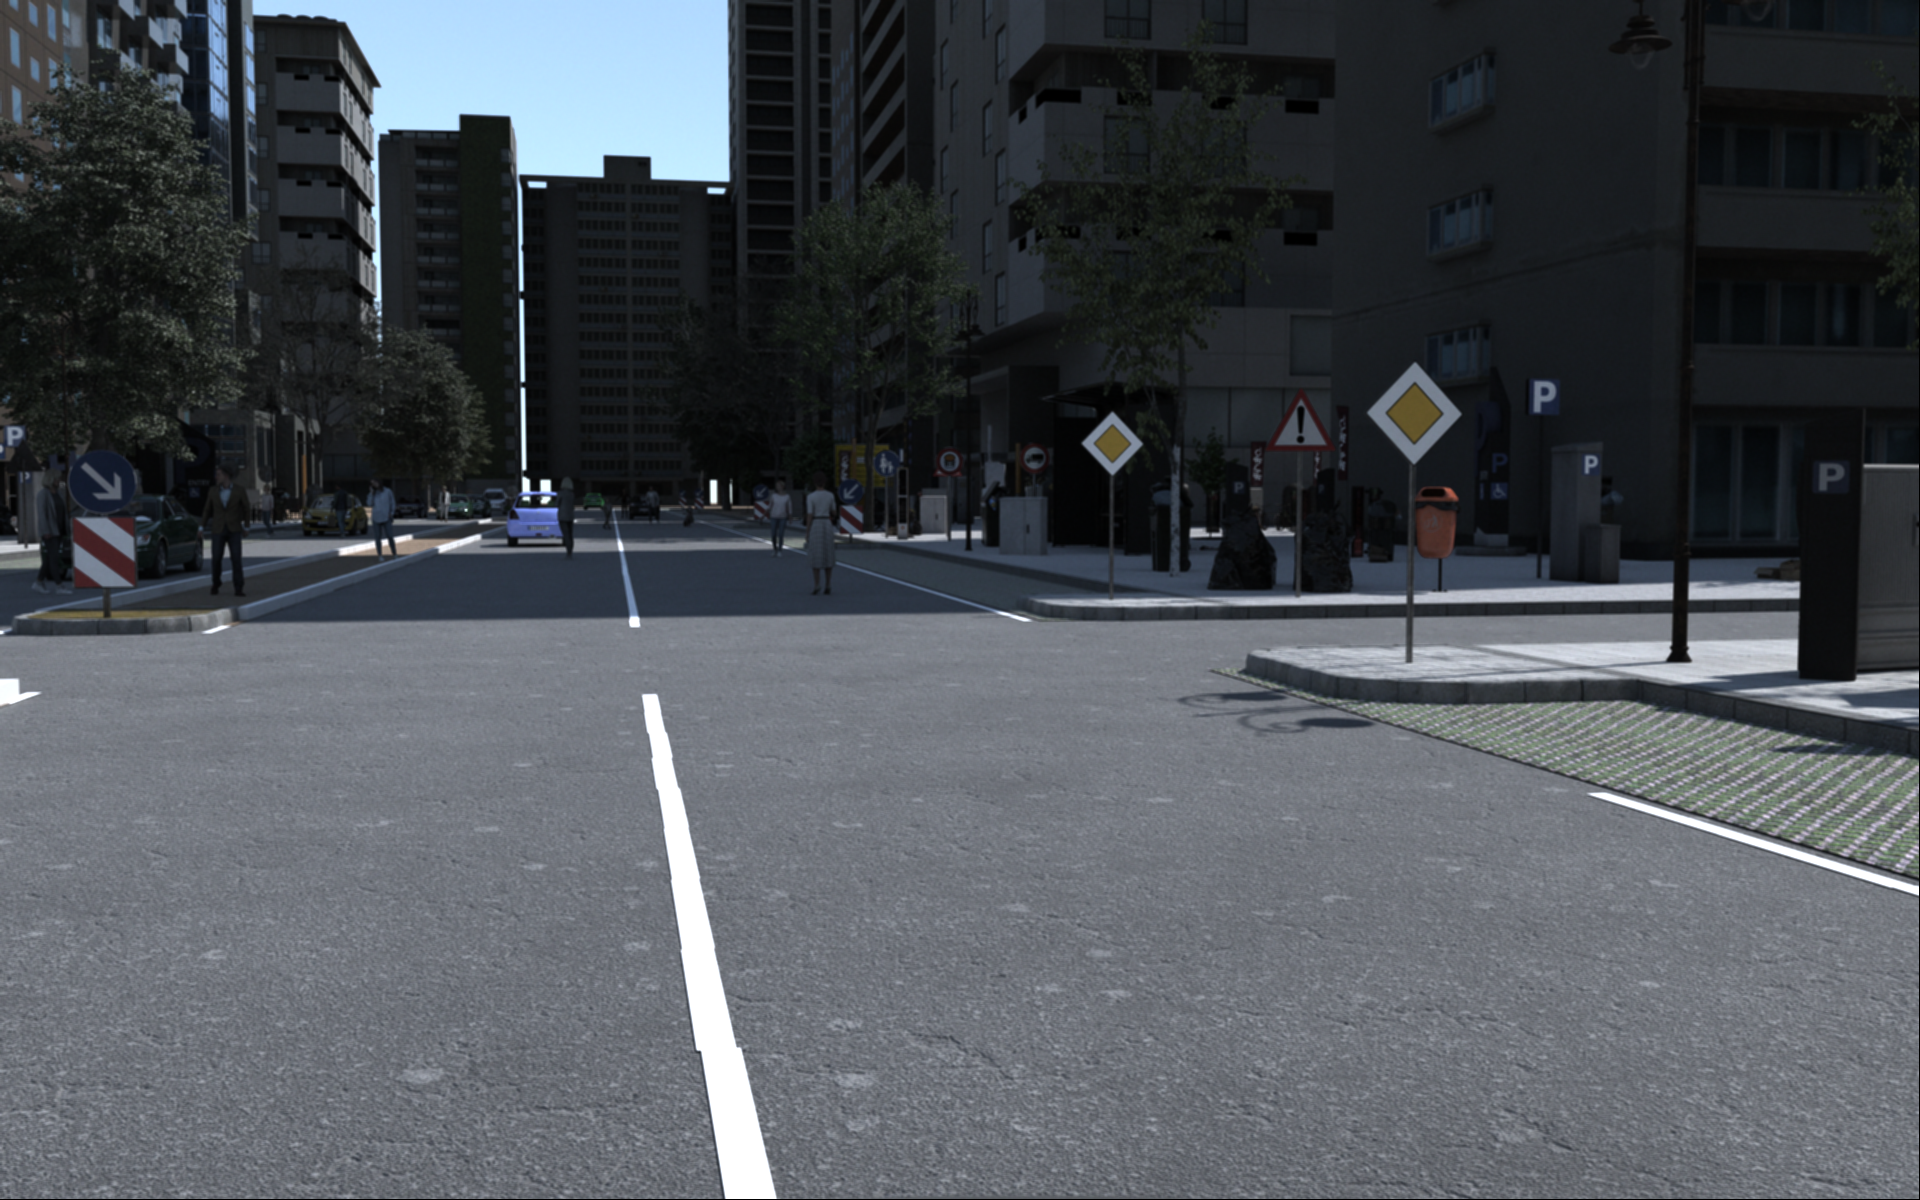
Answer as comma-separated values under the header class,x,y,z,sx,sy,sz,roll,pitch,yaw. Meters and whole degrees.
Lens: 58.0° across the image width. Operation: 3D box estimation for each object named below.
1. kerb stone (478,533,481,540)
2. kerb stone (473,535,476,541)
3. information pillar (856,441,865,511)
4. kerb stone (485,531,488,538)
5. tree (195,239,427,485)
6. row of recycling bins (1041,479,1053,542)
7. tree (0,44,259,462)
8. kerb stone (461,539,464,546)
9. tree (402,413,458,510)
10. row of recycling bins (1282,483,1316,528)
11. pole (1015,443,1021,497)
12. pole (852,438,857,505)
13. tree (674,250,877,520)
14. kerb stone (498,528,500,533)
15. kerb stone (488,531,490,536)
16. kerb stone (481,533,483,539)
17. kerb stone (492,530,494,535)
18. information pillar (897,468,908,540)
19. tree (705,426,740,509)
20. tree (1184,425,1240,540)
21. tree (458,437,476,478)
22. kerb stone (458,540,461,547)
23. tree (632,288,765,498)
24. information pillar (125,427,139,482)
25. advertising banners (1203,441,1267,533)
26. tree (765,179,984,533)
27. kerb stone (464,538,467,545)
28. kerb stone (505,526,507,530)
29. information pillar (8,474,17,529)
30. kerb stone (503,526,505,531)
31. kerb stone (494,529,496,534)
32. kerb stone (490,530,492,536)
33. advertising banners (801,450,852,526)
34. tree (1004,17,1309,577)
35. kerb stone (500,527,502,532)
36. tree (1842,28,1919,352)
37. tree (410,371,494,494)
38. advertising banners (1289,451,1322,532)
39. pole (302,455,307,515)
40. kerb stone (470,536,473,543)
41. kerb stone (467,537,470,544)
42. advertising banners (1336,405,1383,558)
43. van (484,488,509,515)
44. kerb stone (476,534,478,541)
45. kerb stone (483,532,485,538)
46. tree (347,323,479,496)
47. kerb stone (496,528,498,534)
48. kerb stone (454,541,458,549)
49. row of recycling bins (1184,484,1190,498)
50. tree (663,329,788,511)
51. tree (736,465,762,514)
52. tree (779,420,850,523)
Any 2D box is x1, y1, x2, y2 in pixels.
class,x,y,z,sx,sy,sz,roll,pitch,yaw
kerb stone,-14.912,-1.900,53.257,0.120,0.150,1.000,-1,4,-11
kerb stone,-14.510,-1.776,51.243,0.120,0.150,1.000,-1,4,-11
information pillar,-4.239,-4.958,72.416,0.504,3.616,0.183,-1,4,-19
kerb stone,-15.526,-2.084,56.269,0.120,0.150,1.000,-1,4,-11
tree,-31.048,-10.579,83.331,12.009,13.543,11.850,0,3,0
row of recycling bins,3.731,-2.370,45.862,3.534,1.692,1.069,1,4,22
tree,-25.403,-8.816,50.797,9.857,13.997,8.962,0,3,0
kerb stone,-13.688,-1.530,47.215,0.120,0.150,1.000,-1,4,-11
tree,-42.388,-11.426,137.177,4.360,8.622,3.978,0,3,0
row of recycling bins,14.069,-3.605,66.056,3.534,1.692,1.069,0,4,-6
pole,2.324,-4.606,69.157,0.158,3.312,0.155,0,3,0
pole,-3.831,-4.221,62.862,0.158,3.312,0.155,0,3,0
tree,-9.262,-10.812,87.149,12.009,13.543,11.850,0,3,0
kerb stone,-16.742,-2.452,62.324,0.120,0.150,1.000,-1,4,-11
kerb stone,-15.724,-2.146,57.289,0.120,0.150,1.000,-1,4,-11
kerb stone,-15.114,-1.961,54.260,0.120,0.150,1.000,-1,4,-11
kerb stone,-16.139,-2.269,59.296,0.120,0.150,1.000,-1,4,-11
information pillar,-1.618,-2.704,48.706,0.304,2.012,0.304,0,4,-5
tree,-19.755,-11.838,143.914,4.737,8.622,4.395,0,3,0
tree,7.177,-3.313,48.767,1.663,3.219,1.824,0,3,0
tree,-48.304,-13.166,165.631,4.360,8.622,3.978,0,3,0
kerb stone,-13.495,-1.468,46.208,0.120,0.150,1.000,-1,4,-11
tree,-23.455,-18.472,157.902,12.611,20.169,13.585,0,3,0
information pillar,-27.329,-4.023,57.137,0.504,3.616,0.183,1,4,17
advertising banners,9.161,-3.760,57.665,2.074,3.025,0.090,0,4,1
tree,-2.930,-8.042,57.236,9.928,11.665,9.643,0,3,0
kerb stone,-13.894,-1.588,48.217,0.120,0.150,1.000,-1,4,-11
kerb stone,-17.551,-2.700,66.338,0.120,0.150,1.000,-1,4,-11
information pillar,-35.218,-3.671,64.509,0.304,2.012,0.304,-1,4,-11
kerb stone,-17.353,-2.639,65.335,0.120,0.150,1.000,-1,4,-11
kerb stone,-16.336,-2.329,60.309,0.120,0.150,1.000,-1,4,-11
kerb stone,-15.930,-2.208,58.293,0.120,0.150,1.000,-1,4,-11
advertising banners,-5.333,-4.468,69.235,2.074,3.025,0.090,0,4,4
tree,3.101,-4.667,26.667,4.737,8.622,4.395,0,3,0
kerb stone,-16.948,-2.516,63.325,0.120,0.150,1.000,-1,4,-11
tree,15.977,-4.699,27.195,4.737,8.622,4.395,0,3,0
tree,-46.502,-14.683,158.198,7.486,12.596,7.792,0,3,0
advertising banners,11.463,-3.744,57.398,0.090,3.025,2.074,-1,4,-17
pole,-34.264,-5.914,90.529,0.158,3.312,0.155,0,3,0
kerb stone,-14.300,-1.715,50.235,0.120,0.150,1.000,-1,4,-11
kerb stone,-14.099,-1.653,49.233,0.120,0.150,1.000,-1,4,-11
advertising banners,8.060,-2.373,34.994,0.090,3.025,2.074,3,5,39
van,-32.105,-6.875,119.425,2.013,2.044,4.112,-1,4,-13
kerb stone,-14.719,-1.837,52.249,0.120,0.150,1.000,-1,4,-11
kerb stone,-15.325,-2.019,55.261,0.120,0.150,1.000,-1,4,-11
tree,-40.261,-13.508,127.516,9.857,13.997,8.962,0,3,0
kerb stone,-16.548,-2.393,61.320,0.120,0.150,1.000,-1,4,-11
kerb stone,-13.287,-1.402,45.208,0.120,0.150,1.000,-1,4,-11
row of recycling bins,6.332,-2.930,55.023,1.069,1.692,3.534,2,4,29
tree,-17.879,-13.863,133.313,9.857,13.997,8.962,0,3,0
tree,-13.839,-7.312,114.152,1.663,3.219,1.824,0,3,0
tree,-6.297,-5.704,76.969,4.285,4.588,4.351,0,3,0
